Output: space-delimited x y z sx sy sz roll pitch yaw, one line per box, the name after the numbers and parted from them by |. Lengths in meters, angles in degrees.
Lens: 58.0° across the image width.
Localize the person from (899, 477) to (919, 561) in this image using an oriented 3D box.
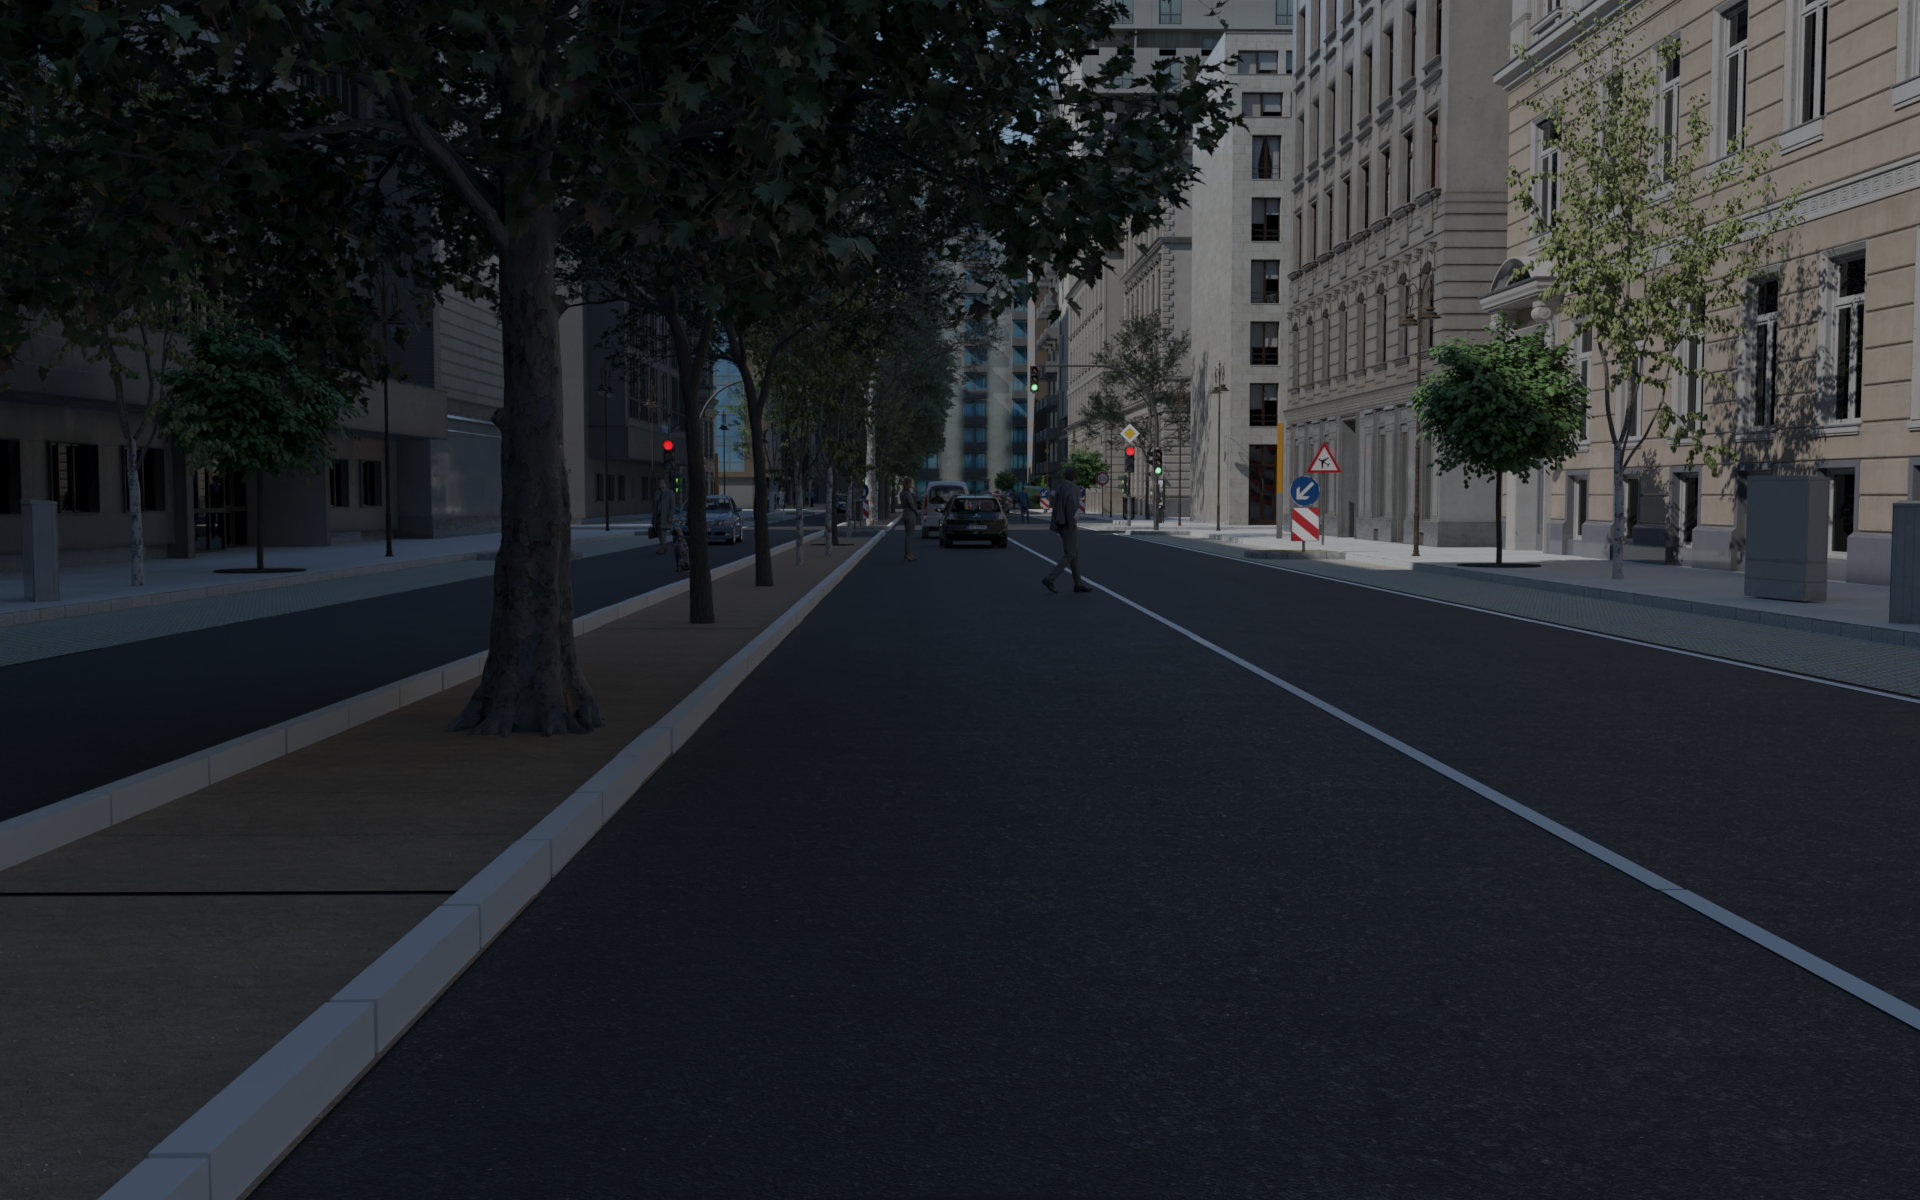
-1.024 -1.725 36.978 0.573 1.790 0.520 -3 5 -41 | person

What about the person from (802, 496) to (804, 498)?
-15.824 -10.236 173.490 0.705 1.812 1.348 0 4 -5 | person

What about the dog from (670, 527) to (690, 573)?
-5.120 -0.923 31.921 0.513 0.831 0.800 0 4 -4 | dog

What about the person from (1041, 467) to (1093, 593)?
1.577 -1.010 25.110 0.850 1.850 0.679 -1 4 -20 | person

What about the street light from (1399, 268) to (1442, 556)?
9.411 -3.840 35.566 0.468 5.910 1.993 0 4 -1 | street light

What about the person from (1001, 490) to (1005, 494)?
4.451 -10.376 178.008 0.709 1.838 0.599 1 4 12 | person

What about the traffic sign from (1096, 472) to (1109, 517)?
8.116 -6.027 98.648 0.768 2.556 0.104 0 4 1 | traffic sign

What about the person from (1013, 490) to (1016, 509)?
5.305 -9.749 167.987 0.705 1.812 1.348 0 4 -4 | person

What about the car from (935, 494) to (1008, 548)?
0.335 -2.301 47.415 2.009 1.686 4.222 0 4 -3 | car

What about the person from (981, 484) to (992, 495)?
1.102 -3.552 66.685 0.694 1.812 0.767 3 5 39 | person

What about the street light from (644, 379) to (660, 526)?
-12.373 -5.932 69.774 0.468 5.910 1.993 0 4 -1 | street light

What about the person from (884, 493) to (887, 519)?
-4.465 -5.538 98.407 0.648 1.900 0.474 1 4 9 | person

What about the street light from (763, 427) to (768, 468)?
-13.423 -8.956 119.219 0.468 5.910 1.993 0 4 -1 | street light

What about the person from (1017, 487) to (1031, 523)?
3.152 -4.643 84.588 0.721 1.800 0.419 1 4 14 | person

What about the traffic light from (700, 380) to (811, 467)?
-8.232 -5.754 68.753 4.771 5.953 1.251 0 4 -1 | traffic light

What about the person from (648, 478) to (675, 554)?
-7.128 -2.002 41.327 0.694 1.812 0.767 2 4 26 | person

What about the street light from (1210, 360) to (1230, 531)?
8.981 -5.337 60.054 0.468 5.910 1.993 0 4 -1 | street light

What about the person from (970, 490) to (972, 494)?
1.043 -10.095 173.583 0.705 1.821 1.348 -1 4 -20 | person

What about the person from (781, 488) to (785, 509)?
-15.160 -8.714 148.603 0.705 1.814 1.350 0 4 2 | person

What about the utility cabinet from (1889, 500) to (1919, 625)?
9.694 -0.353 16.932 1.020 1.237 0.306 3 5 41 | utility cabinet

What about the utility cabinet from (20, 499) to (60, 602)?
-11.158 -0.603 21.024 0.306 1.237 1.020 -2 4 -34 | utility cabinet

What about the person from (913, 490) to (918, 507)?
-4.893 -11.162 190.863 0.599 1.838 0.709 -2 4 -34 | person

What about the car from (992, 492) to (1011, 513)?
2.843 -7.375 130.373 2.009 1.686 4.222 0 4 -1 | car

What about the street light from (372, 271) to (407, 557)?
-11.696 -3.824 35.312 0.468 5.910 1.993 0 4 -1 | street light

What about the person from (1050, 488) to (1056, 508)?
8.726 -9.560 162.222 0.709 1.838 0.599 0 4 3 | person

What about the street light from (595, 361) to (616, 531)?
-12.208 -5.322 59.799 0.468 5.910 1.993 0 4 -1 | street light

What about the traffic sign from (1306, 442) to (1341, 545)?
9.123 -2.660 43.488 0.884 2.594 0.081 0 4 1 | traffic sign

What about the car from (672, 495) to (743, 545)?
-7.312 -2.351 50.436 2.014 1.417 4.499 0 4 -3 | car

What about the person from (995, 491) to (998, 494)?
4.040 -11.150 190.833 1.348 1.821 0.705 2 4 28 | person

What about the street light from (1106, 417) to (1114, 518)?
8.244 -7.439 94.409 0.468 5.910 1.993 0 4 -1 | street light

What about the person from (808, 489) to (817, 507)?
-14.604 -10.093 171.041 0.705 1.826 1.348 2 4 32 | person

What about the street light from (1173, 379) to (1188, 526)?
8.854 -5.925 69.656 0.468 5.910 1.993 0 4 -1 | street light

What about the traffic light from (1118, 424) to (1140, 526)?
6.736 -4.900 69.041 0.839 4.253 0.868 0 4 -1 | traffic light

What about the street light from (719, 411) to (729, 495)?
-12.895 -7.458 94.732 0.468 5.910 1.993 0 4 -1 | street light

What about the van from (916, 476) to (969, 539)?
-0.446 -3.057 56.987 2.013 2.044 4.112 0 4 -1 | van

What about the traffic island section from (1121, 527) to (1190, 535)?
6.941 -2.379 61.173 2.009 0.180 2.903 0 4 -1 | traffic island section

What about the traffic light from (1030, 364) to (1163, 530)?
4.811 -5.273 60.873 4.771 5.953 1.251 0 4 -1 | traffic light

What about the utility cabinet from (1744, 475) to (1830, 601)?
9.992 -0.749 20.931 0.318 1.500 1.173 -1 4 -9 | utility cabinet

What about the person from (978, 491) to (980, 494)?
2.064 -10.908 186.854 0.705 1.824 1.348 3 5 42 | person

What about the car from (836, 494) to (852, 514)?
-7.637 -6.410 114.595 2.009 1.686 4.222 0 4 -3 | car

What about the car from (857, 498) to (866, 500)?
-7.750 -7.961 141.954 2.131 1.459 4.920 0 4 -1 | car

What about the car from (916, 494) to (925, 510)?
-3.047 -9.143 161.278 2.131 1.459 4.920 0 4 0 | car

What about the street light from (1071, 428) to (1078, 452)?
7.855 -8.963 119.328 0.468 5.910 1.993 0 4 -1 | street light

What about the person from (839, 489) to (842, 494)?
-8.568 -7.051 123.873 0.778 1.811 0.616 1 4 9 | person

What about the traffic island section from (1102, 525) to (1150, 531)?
6.776 -2.867 69.156 2.009 0.180 2.903 0 4 -1 | traffic island section

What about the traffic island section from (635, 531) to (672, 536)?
-10.197 -2.357 60.825 2.009 0.180 2.903 0 4 -1 | traffic island section

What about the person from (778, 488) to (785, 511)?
-13.836 -7.800 133.922 0.624 1.780 0.694 -1 4 -12 | person

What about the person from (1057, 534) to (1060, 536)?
3.597 -3.089 60.014 0.522 1.701 0.512 0 4 -6 | person

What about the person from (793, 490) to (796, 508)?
-14.775 -9.131 155.780 0.568 1.767 0.683 -2 4 -24 | person

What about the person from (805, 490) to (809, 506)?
-16.127 -10.693 181.660 0.721 1.735 1.217 0 4 1 | person

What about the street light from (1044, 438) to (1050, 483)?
7.257 -10.463 143.863 0.468 5.910 1.993 0 4 -1 | street light
